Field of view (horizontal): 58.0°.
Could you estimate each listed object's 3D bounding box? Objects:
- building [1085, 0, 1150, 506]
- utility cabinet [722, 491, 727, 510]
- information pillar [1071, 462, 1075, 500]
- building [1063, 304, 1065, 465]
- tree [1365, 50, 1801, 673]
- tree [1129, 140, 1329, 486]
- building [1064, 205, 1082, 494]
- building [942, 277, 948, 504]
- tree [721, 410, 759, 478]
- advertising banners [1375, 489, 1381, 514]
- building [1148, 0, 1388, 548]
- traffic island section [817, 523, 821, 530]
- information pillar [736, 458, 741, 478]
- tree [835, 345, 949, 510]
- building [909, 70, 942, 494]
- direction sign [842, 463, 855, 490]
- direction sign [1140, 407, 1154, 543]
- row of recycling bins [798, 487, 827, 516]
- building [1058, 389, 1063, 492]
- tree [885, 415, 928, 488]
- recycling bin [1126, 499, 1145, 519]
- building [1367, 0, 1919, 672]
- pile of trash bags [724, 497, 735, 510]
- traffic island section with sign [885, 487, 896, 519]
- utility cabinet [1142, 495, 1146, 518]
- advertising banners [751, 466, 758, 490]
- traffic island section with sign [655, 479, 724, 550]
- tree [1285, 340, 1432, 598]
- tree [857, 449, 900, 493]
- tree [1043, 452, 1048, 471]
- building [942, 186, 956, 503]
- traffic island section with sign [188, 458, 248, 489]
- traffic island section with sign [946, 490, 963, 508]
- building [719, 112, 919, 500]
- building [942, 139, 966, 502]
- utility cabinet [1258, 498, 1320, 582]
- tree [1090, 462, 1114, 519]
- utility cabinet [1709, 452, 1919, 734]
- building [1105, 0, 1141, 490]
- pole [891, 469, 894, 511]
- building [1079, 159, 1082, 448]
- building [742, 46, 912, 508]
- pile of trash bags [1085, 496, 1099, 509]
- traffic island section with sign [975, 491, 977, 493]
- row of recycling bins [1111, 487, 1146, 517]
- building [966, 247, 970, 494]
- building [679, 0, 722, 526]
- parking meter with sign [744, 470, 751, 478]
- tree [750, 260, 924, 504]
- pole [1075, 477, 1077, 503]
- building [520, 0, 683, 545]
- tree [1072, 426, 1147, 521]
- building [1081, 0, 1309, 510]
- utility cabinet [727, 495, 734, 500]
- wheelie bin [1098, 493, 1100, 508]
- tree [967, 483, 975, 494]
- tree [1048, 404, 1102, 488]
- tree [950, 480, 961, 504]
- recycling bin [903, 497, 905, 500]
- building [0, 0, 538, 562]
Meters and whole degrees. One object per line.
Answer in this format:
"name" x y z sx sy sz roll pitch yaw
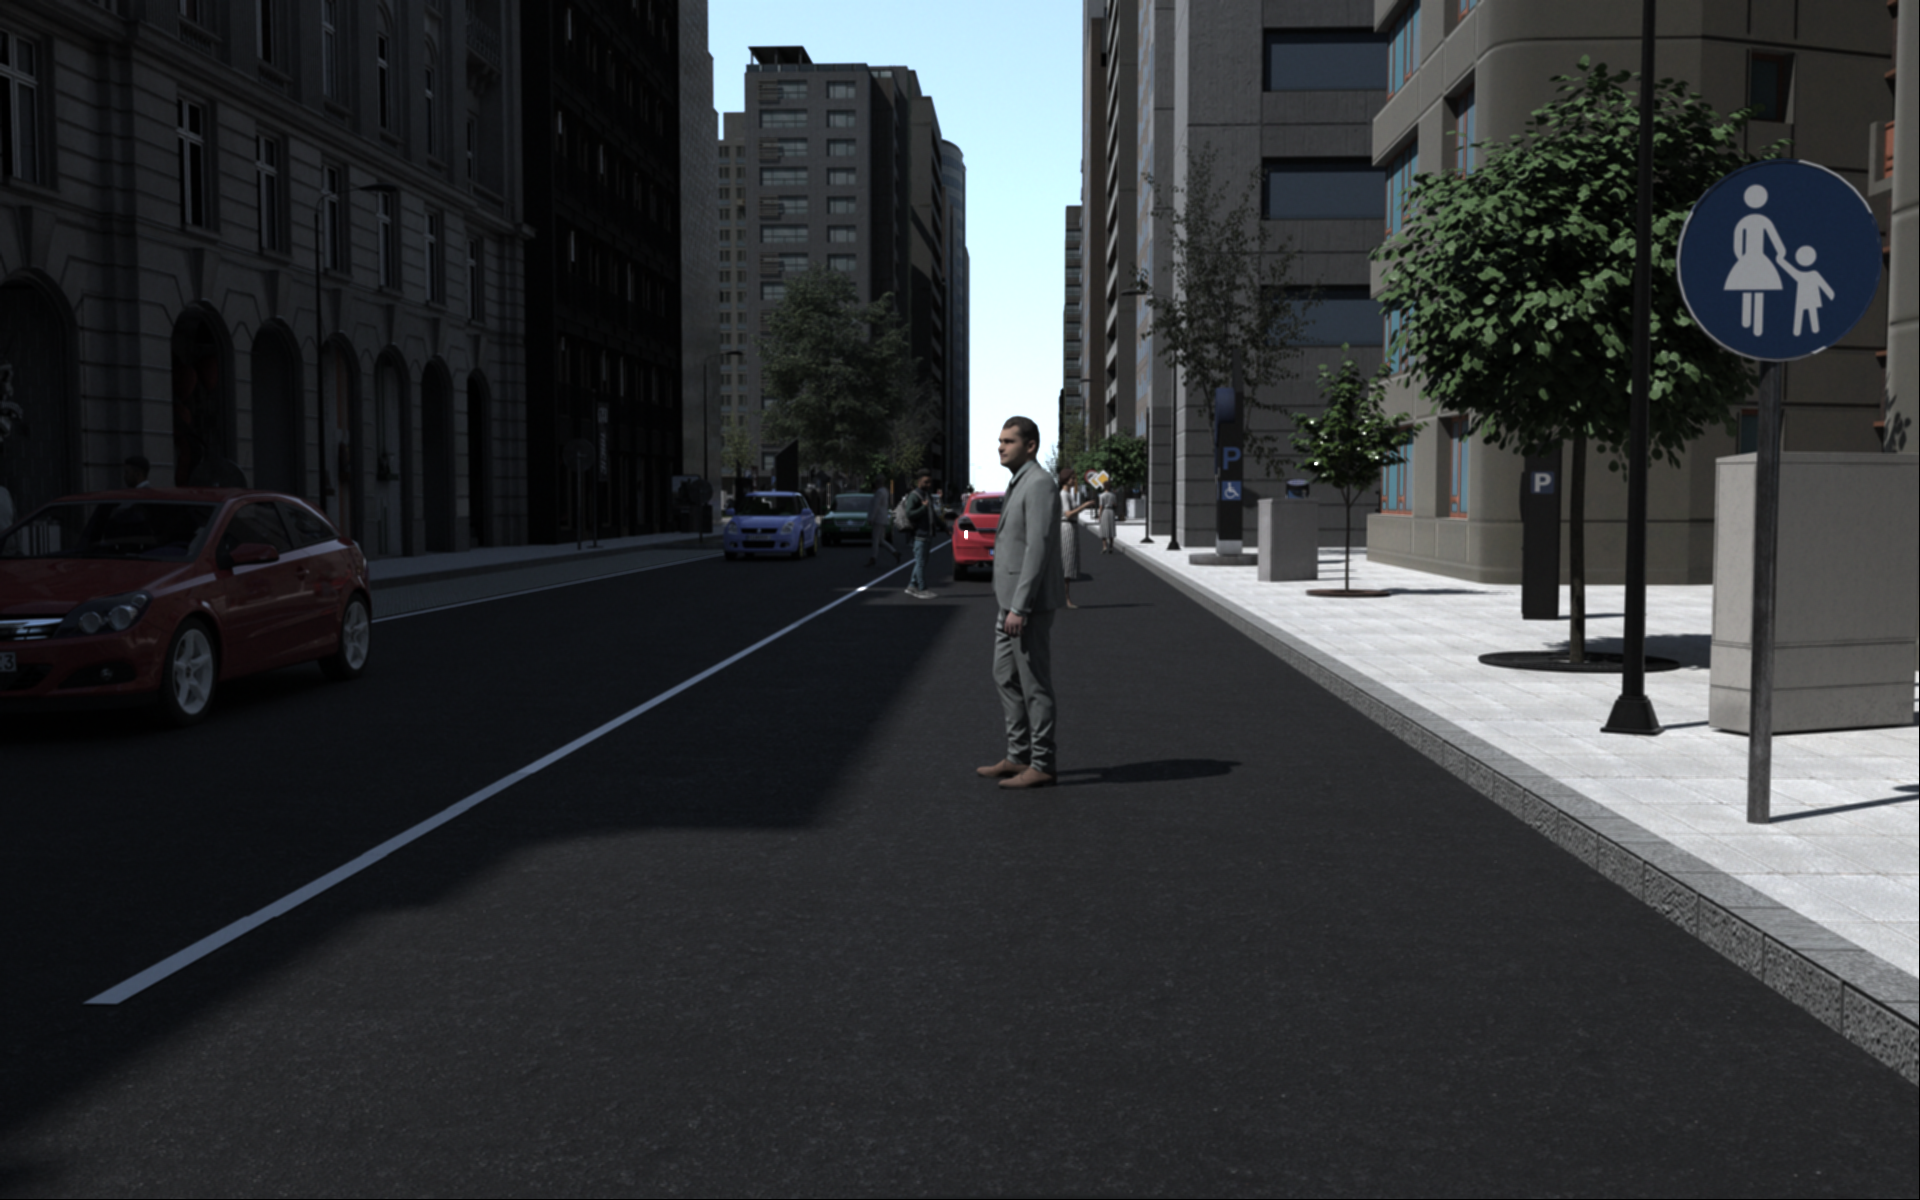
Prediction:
"building" 18.776 -31.245 160.967 14.600 45.320 14.200 0 4 2
"utility cabinet" -15.346 -6.332 112.202 0.318 1.500 1.173 -1 4 -19
"information pillar" 8.159 -8.189 125.251 0.183 3.616 0.504 -2 4 -24
"building" 22.585 -30.008 262.323 14.160 30.474 14.107 0 4 2
"tree" 4.753 -1.789 12.967 4.285 4.588 4.351 0 3 0
"tree" 5.497 -5.248 36.170 4.360 8.622 3.978 0 3 0
"building" 21.923 -34.446 246.788 14.154 41.232 14.086 0 4 2
"building" -8.973 -27.550 222.143 14.160 30.474 14.107 0 4 2
"tree" -19.258 -12.250 150.646 4.737 8.622 4.395 0 3 0
"advertising banners" 28.092 -7.276 115.143 0.090 3.025 2.074 2 4 31
"building" 16.477 -31.273 53.315 21.231 58.520 28.212 0 4 2
"traffic island section" -5.699 -2.972 70.865 2.009 0.180 2.903 0 4 2
"information pillar" -14.544 -7.493 113.860 0.183 3.616 0.504 1 4 21
"tree" -5.479 -13.976 138.880 12.009 13.543 11.850 0 3 0
"building" -13.327 -35.414 202.718 21.300 48.544 21.600 0 4 2
"direction sign" -6.542 -6.772 102.712 0.876 3.537 0.379 -1 4 -12
"direction sign" 4.922 -3.269 45.448 0.379 3.537 0.876 0 4 7
"row of recycling bins" -9.158 -5.780 101.615 1.069 1.692 3.534 3 5 42
"building" 30.956 -27.691 297.788 27.650 21.520 28.899 0 4 2
"tree" -4.611 -12.318 151.753 4.737 8.622 4.395 0 3 0
"recycling bin" 9.119 -4.738 90.016 0.722 1.027 0.722 -2 4 -33
"building" 21.022 -10.562 17.724 27.650 21.520 28.899 0 4 2
"pile of trash bags" -11.494 -5.266 95.846 3.447 1.369 1.912 0 4 4
"traffic island section with sign" -4.369 -5.672 101.369 1.989 1.847 2.006 0 4 2
"utility cabinet" 10.372 -5.064 93.963 1.020 1.237 0.306 0 4 -6
"advertising banners" -12.320 -6.892 108.867 0.090 3.025 2.074 3 5 43
"traffic island section with sign" -6.821 -2.245 45.329 1.989 1.847 2.006 0 4 2
"tree" 4.867 -1.675 21.982 1.663 3.219 1.824 0 3 0
"tree" -5.854 -8.191 117.633 4.285 4.588 4.351 0 3 0
"tree" 13.500 -17.569 237.614 4.737 8.622 4.395 0 3 0
"building" -8.580 -36.399 245.240 14.600 45.320 14.200 0 4 2
"traffic island section with sign" -8.012 -0.582 18.149 1.989 1.847 2.006 0 4 2
"traffic island section with sign" -1.026 -10.355 177.924 1.989 1.847 2.006 0 4 2
"building" -19.772 -29.884 180.477 32.217 40.220 23.993 0 4 2
"building" -10.106 -45.253 281.879 21.231 58.520 28.212 0 4 2
"utility cabinet" 4.853 -0.884 25.623 1.020 1.237 0.306 -3 4 -37
"tree" 7.421 -5.803 89.473 1.663 3.219 1.824 0 3 0
"utility cabinet" 4.649 -0.046 9.425 1.173 1.500 0.318 -1 4 -21
"building" 22.850 -31.514 138.962 21.300 48.544 21.600 0 4 2
"pole" -5.053 -8.304 129.612 0.158 3.312 0.155 0 3 0
"building" 25.978 -36.211 211.655 23.786 49.044 30.456 0 4 2
"building" -11.984 -29.193 160.908 14.154 41.232 14.086 0 4 2
"pile of trash bags" 10.601 -8.498 148.694 1.912 1.369 3.447 -1 4 -21
"traffic island section with sign" 3.794 -17.100 288.206 1.989 1.847 2.006 0 4 2
"row of recycling bins" 11.277 -6.121 107.190 3.534 1.692 1.069 0 4 3
"building" -5.455 -39.948 303.266 14.600 45.320 14.200 0 4 2
"building" -18.277 -12.845 64.760 16.860 20.320 10.420 0 4 2
"parking meter with sign" -16.117 -8.083 128.410 0.543 3.016 1.738 -2 4 -35
"tree" -6.765 -11.464 94.097 9.857 13.997 8.962 0 3 0
"pole" 7.950 -7.642 118.788 0.158 3.312 0.155 0 3 0
"building" -15.975 -13.546 51.158 12.332 23.373 15.834 0 4 2
"tree" 7.968 -6.133 83.983 4.285 4.588 4.351 0 3 0
"building" 23.316 -39.155 182.175 21.231 58.520 28.212 0 4 2
"utility cabinet" -17.032 -7.053 126.476 1.020 1.237 0.306 -1 4 -10
"wheelie bin" 9.844 -6.772 118.634 0.693 1.594 0.980 2 4 30
"tree" 1.740 -17.986 288.664 1.663 3.219 1.824 0 3 0
"tree" 9.837 -11.671 141.177 4.737 8.622 4.395 0 3 0
"tree" -0.935 -14.463 231.064 1.663 3.219 1.824 0 3 0
"recycling bin" -4.615 -8.608 153.293 0.722 1.027 0.722 -2 4 -31
"building" -17.142 -11.592 31.327 13.314 21.916 24.055 0 4 2
